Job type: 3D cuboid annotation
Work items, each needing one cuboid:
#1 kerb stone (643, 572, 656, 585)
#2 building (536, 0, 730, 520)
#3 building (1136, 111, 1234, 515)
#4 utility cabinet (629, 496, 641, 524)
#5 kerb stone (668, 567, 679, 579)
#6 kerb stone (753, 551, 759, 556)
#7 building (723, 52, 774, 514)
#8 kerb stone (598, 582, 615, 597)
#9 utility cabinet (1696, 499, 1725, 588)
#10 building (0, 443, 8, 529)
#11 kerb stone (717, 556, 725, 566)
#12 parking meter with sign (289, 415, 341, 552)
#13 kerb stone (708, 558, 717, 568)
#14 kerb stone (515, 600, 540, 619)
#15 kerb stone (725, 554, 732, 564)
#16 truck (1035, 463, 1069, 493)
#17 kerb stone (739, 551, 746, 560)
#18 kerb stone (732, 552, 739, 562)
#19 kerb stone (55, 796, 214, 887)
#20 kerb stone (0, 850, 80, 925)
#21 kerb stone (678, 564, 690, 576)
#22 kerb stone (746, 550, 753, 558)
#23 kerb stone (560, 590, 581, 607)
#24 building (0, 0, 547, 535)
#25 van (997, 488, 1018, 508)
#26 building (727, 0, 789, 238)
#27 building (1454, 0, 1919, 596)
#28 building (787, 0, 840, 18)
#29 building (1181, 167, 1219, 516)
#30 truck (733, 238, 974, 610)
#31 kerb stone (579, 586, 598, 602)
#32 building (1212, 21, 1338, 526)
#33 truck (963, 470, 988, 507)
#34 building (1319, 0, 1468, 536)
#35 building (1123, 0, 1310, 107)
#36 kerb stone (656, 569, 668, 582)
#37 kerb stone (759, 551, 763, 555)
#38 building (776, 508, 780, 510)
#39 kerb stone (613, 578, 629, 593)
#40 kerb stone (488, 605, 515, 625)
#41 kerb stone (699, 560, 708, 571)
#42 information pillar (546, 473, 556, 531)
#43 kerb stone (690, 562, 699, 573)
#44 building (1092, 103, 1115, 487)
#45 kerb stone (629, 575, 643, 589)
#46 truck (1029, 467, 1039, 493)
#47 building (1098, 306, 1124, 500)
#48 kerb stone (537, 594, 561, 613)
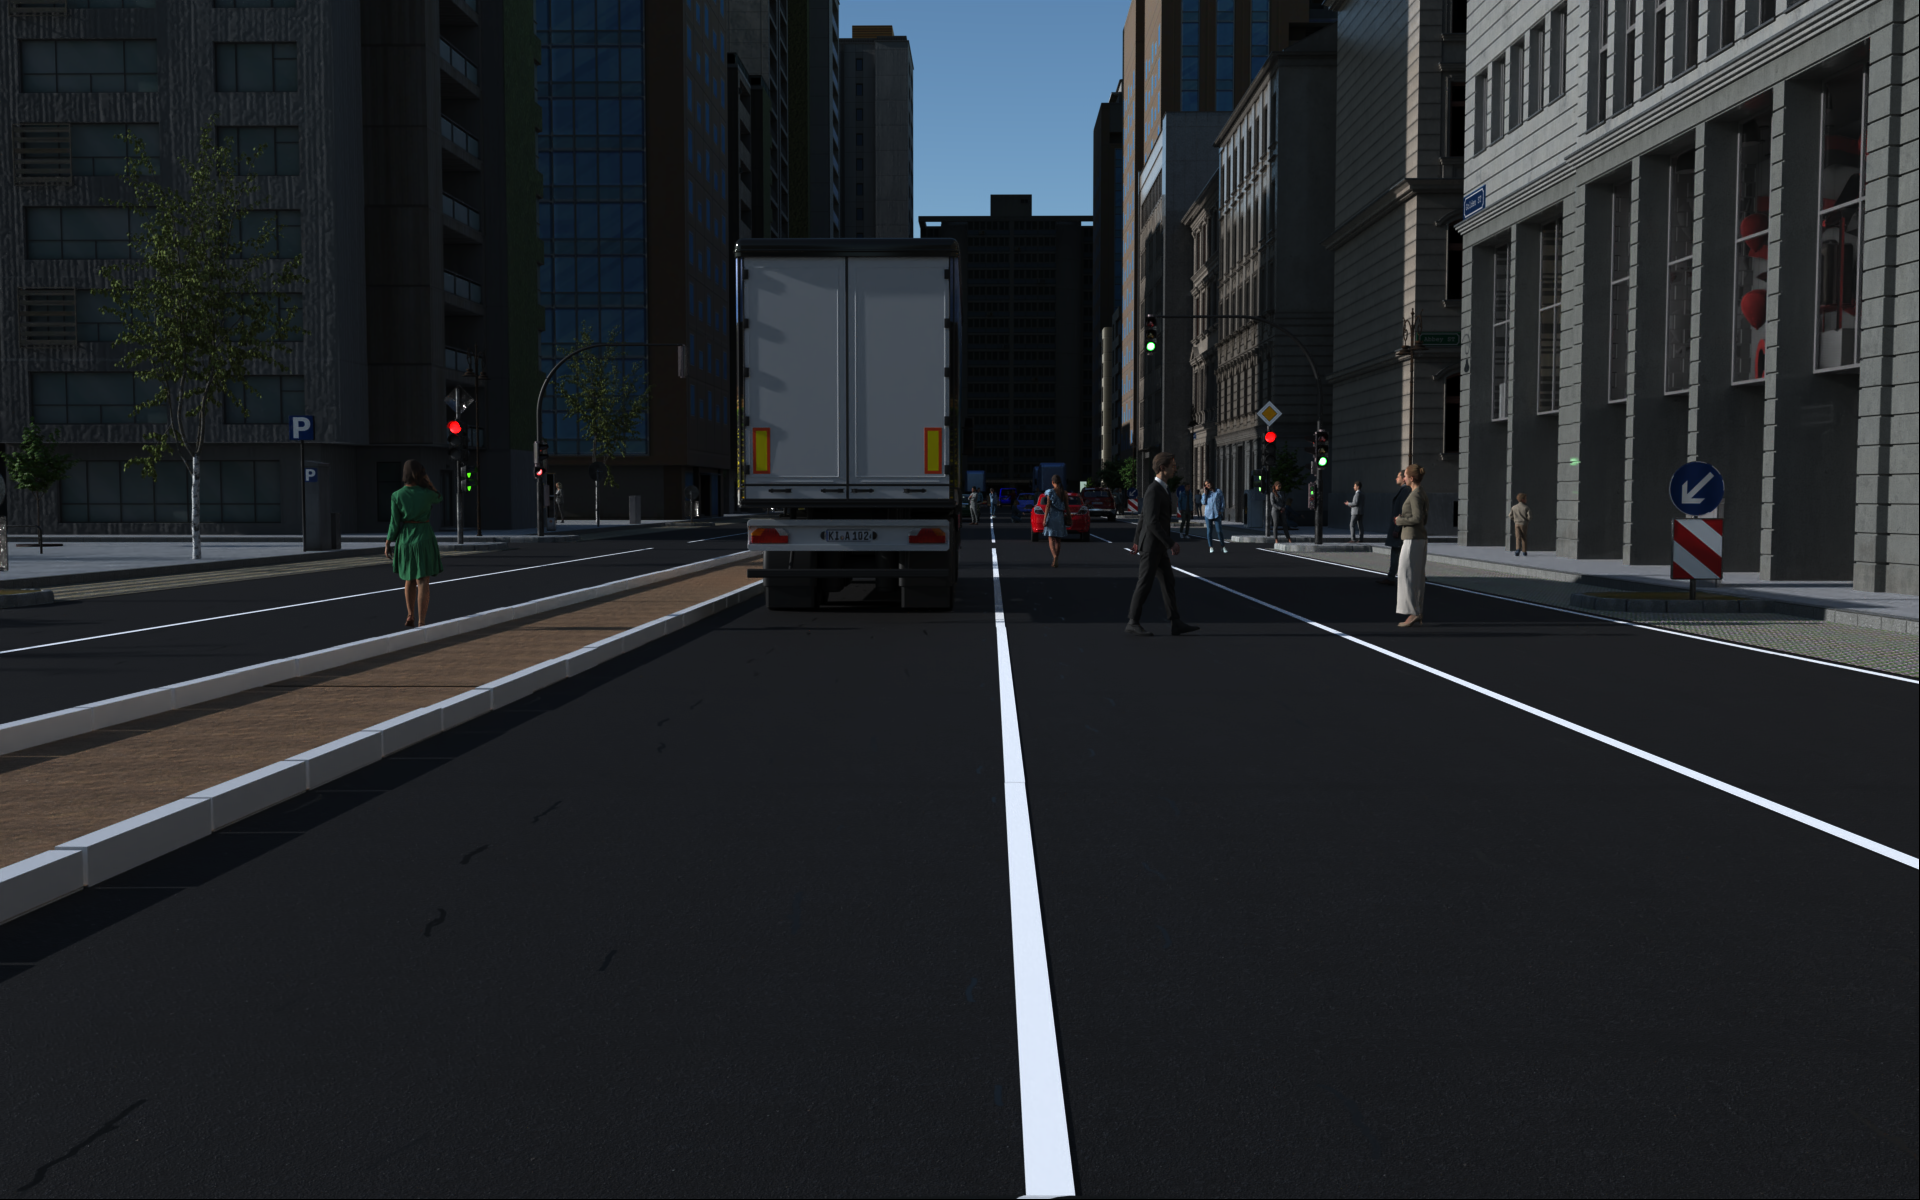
[{"bbox_3d":[-4.989,-0.312,27.299,0.120,0.150,1.000,0,4,1],"label":"kerb stone"},{"bbox_3d":[-20.153,-26.959,90.896,14.600,45.320,14.200,0,4,1],"label":"building"},{"bbox_3d":[18.866,-18.298,117.191,12.078,24.808,19.932,0,4,1],"label":"building"},{"bbox_3d":[-13.958,-3.866,74.373,0.306,1.237,1.020,0,4,1],"label":"utility cabinet"},{"bbox_3d":[-4.952,-0.430,29.343,0.120,0.150,1.000,0,4,1],"label":"kerb stone"},{"bbox_3d":[-4.772,-1.057,39.566,0.120,0.150,1.000,0,4,1],"label":"kerb stone"},{"bbox_3d":[-20.205,-20.950,114.241,14.160,30.474,14.107,0,4,1],"label":"building"},{"bbox_3d":[-5.038,-0.119,24.228,0.120,0.150,1.000,0,4,1],"label":"kerb stone"},{"bbox_3d":[10.475,-0.799,24.220,0.306,1.237,1.020,2,4,28],"label":"utility cabinet"},{"bbox_3d":[-41.722,-25.076,60.106,14.200,45.320,14.600,0,4,1],"label":"building"},{"bbox_3d":[-4.866,-0.750,34.451,0.120,0.150,1.000,0,4,1],"label":"kerb stone"},{"bbox_3d":[-14.578,-2.632,39.292,0.543,3.016,1.738,0,4,1],"label":"parking meter with sign"},{"bbox_3d":[-4.886,-0.683,33.430,0.120,0.150,1.000,0,4,1],"label":"kerb stone"},{"bbox_3d":[-5.110,0.133,20.138,0.120,0.150,1.000,0,4,1],"label":"kerb stone"},{"bbox_3d":[-4.853,-0.812,35.473,0.120,0.150,1.000,0,4,1],"label":"kerb stone"},{"bbox_3d":[7.856,-9.374,143.021,2.967,4.110,18.799,0,4,1],"label":"truck"},{"bbox_3d":[-4.811,-0.937,37.521,0.120,0.150,1.000,0,4,1],"label":"kerb stone"},{"bbox_3d":[-4.834,-0.870,36.495,0.120,0.150,1.000,0,4,1],"label":"kerb stone"},{"bbox_3d":[-3.225,0.941,6.802,0.120,0.150,1.000,0,4,1],"label":"kerb stone"},{"bbox_3d":[-3.248,1.012,5.781,0.120,0.150,1.000,0,4,1],"label":"kerb stone"},{"bbox_3d":[-4.931,-0.500,30.364,0.120,0.150,1.000,0,4,1],"label":"kerb stone"},{"bbox_3d":[-4.799,-1.000,38.543,0.120,0.150,1.000,0,4,1],"label":"kerb stone"},{"bbox_3d":[-5.071,0.001,22.181,0.120,0.150,1.000,0,4,1],"label":"kerb stone"},{"bbox_3d":[-23.108,-22.973,59.208,14.154,41.232,14.086,0,4,1],"label":"building"},{"bbox_3d":[5.077,-10.898,182.568,2.240,2.365,5.245,0,4,1],"label":"van"},{"bbox_3d":[-24.929,-44.486,165.601,20.563,71.187,20.611,0,4,1],"label":"building"},{"bbox_3d":[17.561,-15.296,27.581,11.434,29.767,29.804,0,4,1],"label":"building"},{"bbox_3d":[-27.648,-39.712,191.295,28.212,58.520,21.231,0,4,1],"label":"building"},{"bbox_3d":[19.242,-15.938,96.746,11.583,22.565,21.152,0,4,1],"label":"building"},{"bbox_3d":[-1.207,-2.183,24.599,2.839,4.237,11.283,0,4,0],"label":"truck"},{"bbox_3d":[-5.057,-0.062,23.203,0.120,0.150,1.000,0,4,1],"label":"kerb stone"},{"bbox_3d":[17.208,-13.935,76.988,9.793,20.994,18.267,0,4,1],"label":"building"},{"bbox_3d":[1.726,-12.337,191.462,2.967,4.110,18.799,0,4,0],"label":"truck"},{"bbox_3d":[25.006,-16.570,58.311,23.554,28.519,14.401,0,4,1],"label":"building"},{"bbox_3d":[21.581,-30.668,151.527,14.600,45.320,14.200,0,4,1],"label":"building"},{"bbox_3d":[-4.968,-0.374,28.320,0.120,0.150,1.000,0,4,1],"label":"kerb stone"},{"bbox_3d":[-4.759,-1.125,40.587,0.120,0.150,1.000,0,4,1],"label":"kerb stone"},{"bbox_3d":[-28.141,-18.191,142.459,27.650,21.520,28.899,0,4,1],"label":"building"},{"bbox_3d":[-5.028,-0.187,25.254,0.120,0.150,1.000,0,4,1],"label":"kerb stone"},{"bbox_3d":[-5.134,0.188,19.116,0.120,0.150,1.000,0,4,1],"label":"kerb stone"},{"bbox_3d":[-4.898,-0.625,32.407,0.120,0.150,1.000,0,4,1],"label":"kerb stone"},{"bbox_3d":[-14.256,-3.418,60.378,0.304,2.012,0.304,0,4,-6],"label":"information pillar"},{"bbox_3d":[-4.925,-0.558,31.386,0.120,0.150,1.000,0,4,1],"label":"kerb stone"},{"bbox_3d":[22.227,-33.298,194.540,14.600,45.320,14.200,0,4,1],"label":"building"},{"bbox_3d":[-5.001,-0.250,26.277,0.120,0.150,1.000,0,4,1],"label":"kerb stone"},{"bbox_3d":[8.219,-10.596,162.997,2.967,4.110,18.799,0,4,1],"label":"truck"},{"bbox_3d":[28.641,-20.098,173.646,27.650,21.520,28.899,0,4,1],"label":"building"},{"bbox_3d":[-5.087,0.063,21.160,0.120,0.150,1.000,0,4,1],"label":"kerb stone"}]
